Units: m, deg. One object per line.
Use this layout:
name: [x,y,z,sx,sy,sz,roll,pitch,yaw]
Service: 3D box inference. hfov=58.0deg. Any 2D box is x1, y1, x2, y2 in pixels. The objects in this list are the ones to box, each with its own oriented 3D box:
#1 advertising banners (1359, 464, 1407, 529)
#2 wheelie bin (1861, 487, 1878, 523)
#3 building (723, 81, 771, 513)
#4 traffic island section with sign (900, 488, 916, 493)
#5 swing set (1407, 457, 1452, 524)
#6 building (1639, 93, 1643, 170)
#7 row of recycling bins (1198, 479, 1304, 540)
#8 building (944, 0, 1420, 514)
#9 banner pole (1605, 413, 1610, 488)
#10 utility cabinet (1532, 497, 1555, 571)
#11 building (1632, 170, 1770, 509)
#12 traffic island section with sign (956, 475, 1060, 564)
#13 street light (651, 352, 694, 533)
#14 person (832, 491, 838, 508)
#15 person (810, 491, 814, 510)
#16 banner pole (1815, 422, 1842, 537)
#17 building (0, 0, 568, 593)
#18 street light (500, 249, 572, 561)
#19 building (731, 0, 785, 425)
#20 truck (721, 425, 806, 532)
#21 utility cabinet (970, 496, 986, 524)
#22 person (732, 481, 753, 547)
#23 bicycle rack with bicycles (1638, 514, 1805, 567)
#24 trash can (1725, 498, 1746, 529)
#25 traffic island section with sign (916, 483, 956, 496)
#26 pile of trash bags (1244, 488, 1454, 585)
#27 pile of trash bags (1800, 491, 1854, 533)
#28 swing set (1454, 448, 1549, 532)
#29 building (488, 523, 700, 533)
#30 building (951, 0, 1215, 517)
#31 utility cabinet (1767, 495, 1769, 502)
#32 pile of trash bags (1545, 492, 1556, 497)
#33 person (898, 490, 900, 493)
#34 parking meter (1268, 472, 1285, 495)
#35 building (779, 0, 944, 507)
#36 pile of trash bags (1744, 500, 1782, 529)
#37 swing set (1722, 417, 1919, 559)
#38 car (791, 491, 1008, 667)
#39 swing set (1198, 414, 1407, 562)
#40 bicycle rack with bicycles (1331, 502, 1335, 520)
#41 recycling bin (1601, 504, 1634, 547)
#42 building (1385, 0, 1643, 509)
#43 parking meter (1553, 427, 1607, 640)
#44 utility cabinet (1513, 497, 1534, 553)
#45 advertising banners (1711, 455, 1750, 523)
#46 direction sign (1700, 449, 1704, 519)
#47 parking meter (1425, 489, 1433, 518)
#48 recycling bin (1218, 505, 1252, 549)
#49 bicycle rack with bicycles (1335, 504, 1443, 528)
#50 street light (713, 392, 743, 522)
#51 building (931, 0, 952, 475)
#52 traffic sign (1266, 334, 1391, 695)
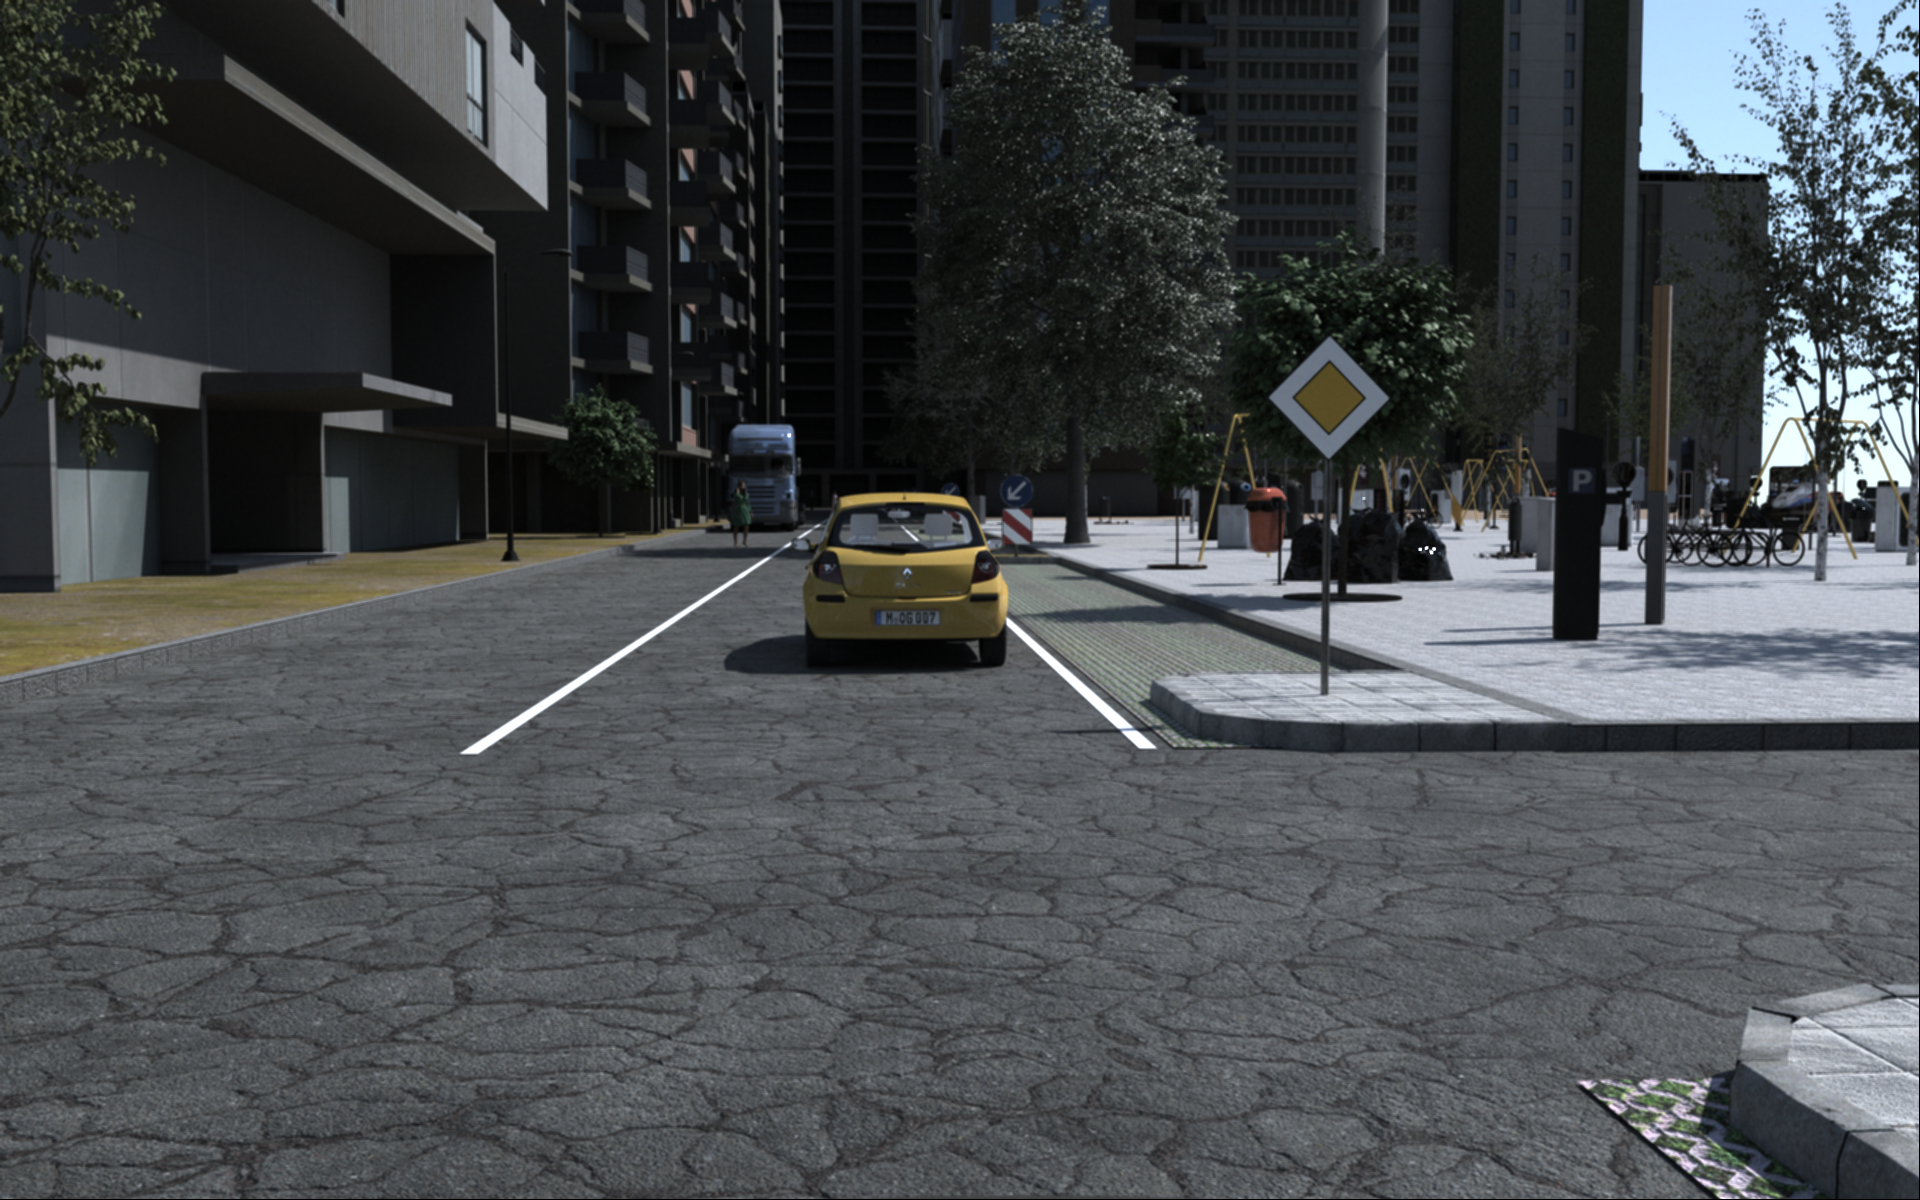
advertising banners: [12.201,-3.305,50.227,0.090,3.025,2.074,-2,4,-29]
wheelie bin: [40.850,-4.259,77.537,0.980,1.594,0.693,3,5,39]
building: [-20.734,-21.387,121.384,14.160,30.474,14.107,0,4,-3]
traffic island section with sign: [-4.630,-8.032,139.947,1.989,1.847,2.006,0,4,-3]
swing set: [18.998,-4.522,71.554,2.862,2.851,3.119,0,4,-5]
building: [60.554,-30.345,179.741,14.086,41.232,14.154,0,4,-3]
row of recycling bins: [8.216,-2.563,49.013,3.534,1.692,1.069,-2,4,-31]
building: [15.101,-26.382,123.219,32.217,40.220,23.993,0,4,-3]
banner pole: [20.121,-3.906,53.886,0.401,3.779,0.863,1,4,23]
utility cabinet: [10.119,-1.096,29.075,1.020,1.237,0.306,-2,4,-34]
building: [63.447,-23.651,158.389,14.107,30.474,14.160,0,4,-3]
traffic island section with sign: [1.006,-1.671,35.949,1.989,1.847,2.006,0,4,-3]
street light: [-9.413,-5.151,56.766,1.470,5.913,1.316,0,4,-3]
person: [-11.734,-9.354,162.107,0.621,1.740,0.551,2,4,25]
person: [-13.527,-9.045,157.116,0.721,1.736,1.217,-1,4,-10]
banner pole: [26.217,-3.810,52.316,0.401,3.779,0.863,-3,5,-45]
building: [-23.529,-27.117,32.595,28.713,52.752,27.495,0,4,-3]
street light: [-8.063,-3.698,33.000,1.470,5.913,1.316,0,4,-3]
building: [-26.289,-32.164,149.581,21.600,48.544,21.300,0,4,-3]
truck: [-7.952,-5.082,72.845,2.967,4.110,18.799,0,4,-4]
utility cabinet: [0.765,-3.884,74.669,0.306,1.237,1.020,-2,4,-25]
person: [-5.930,-2.336,46.948,0.600,1.795,0.529,-3,5,-43]
bicycle rack with bicycles: [13.638,-1.092,31.231,2.925,0.926,2.852,1,4,14]
trash can: [28.588,-3.194,63.871,0.748,1.137,0.748,0,3,0]
traffic island section with sign: [-0.490,-3.353,63.456,1.989,1.847,2.006,0,4,-3]
pile of trash bags: [5.532,-0.960,25.442,3.447,1.369,1.912,-2,4,-35]
pile of trash bags: [28.714,-2.932,57.693,1.912,1.369,3.447,2,4,30]
swing set: [19.217,-3.839,60.388,2.862,2.851,3.119,0,4,-1]
building: [-20.696,-25.354,69.157,22.147,44.769,28.867,0,4,-3]
building: [6.755,-27.728,103.464,14.600,45.320,14.200,0,4,-3]
utility cabinet: [41.001,-4.624,86.760,1.020,1.237,0.306,0,4,8]
pile of trash bags: [28.688,-4.284,79.798,3.447,1.369,1.912,2,4,25]
person: [-4.592,-7.513,132.061,1.217,1.743,0.721,-1,4,-20]
parking meter: [8.301,-2.433,45.491,0.399,1.863,0.255,2,4,34]
building: [-8.597,-45.293,178.799,20.611,71.187,20.563,0,4,-3]
pile of trash bags: [31.078,-3.344,64.432,3.447,1.369,1.912,0,4,5]
swing set: [17.940,-2.351,36.052,3.119,2.851,2.862,-3,4,-36]
car: [-0.550,-0.345,15.861,2.015,1.641,3.980,0,4,-4]
swing set: [6.431,-2.174,33.170,3.119,2.851,2.862,3,4,38]
bicycle rack with bicycles: [19.299,-4.416,85.578,2.852,0.926,2.925,1,4,18]
recycling bin: [16.179,-1.841,42.662,0.722,1.027,0.722,2,4,24]
building: [42.497,-37.375,153.080,28.212,58.520,21.231,0,4,-3]
parking meter: [5.464,-0.585,15.270,0.399,1.863,0.255,1,4,10]
utility cabinet: [12.619,-1.633,37.865,1.020,1.237,0.306,1,4,17]
advertising banners: [34.153,-4.935,76.876,0.090,3.025,2.074,-2,4,-29]
direction sign: [37.467,-5.854,87.717,0.379,3.537,0.876,0,4,5]
parking meter: [23.359,-4.760,86.230,0.372,1.533,0.369,0,3,0]
recycling bin: [6.557,-1.741,41.018,0.722,1.027,0.722,2,4,29]
bicycle rack with bicycles: [16.250,-3.158,65.019,2.852,0.926,2.925,-2,4,-29]
street light: [-10.609,-6.528,79.268,1.470,5.913,1.316,0,4,-3]
building: [11.435,-34.203,148.449,28.713,52.752,27.495,0,4,-3]
traffic sign: [2.325,-0.450,10.996,0.795,2.450,0.064,0,4,-3]
